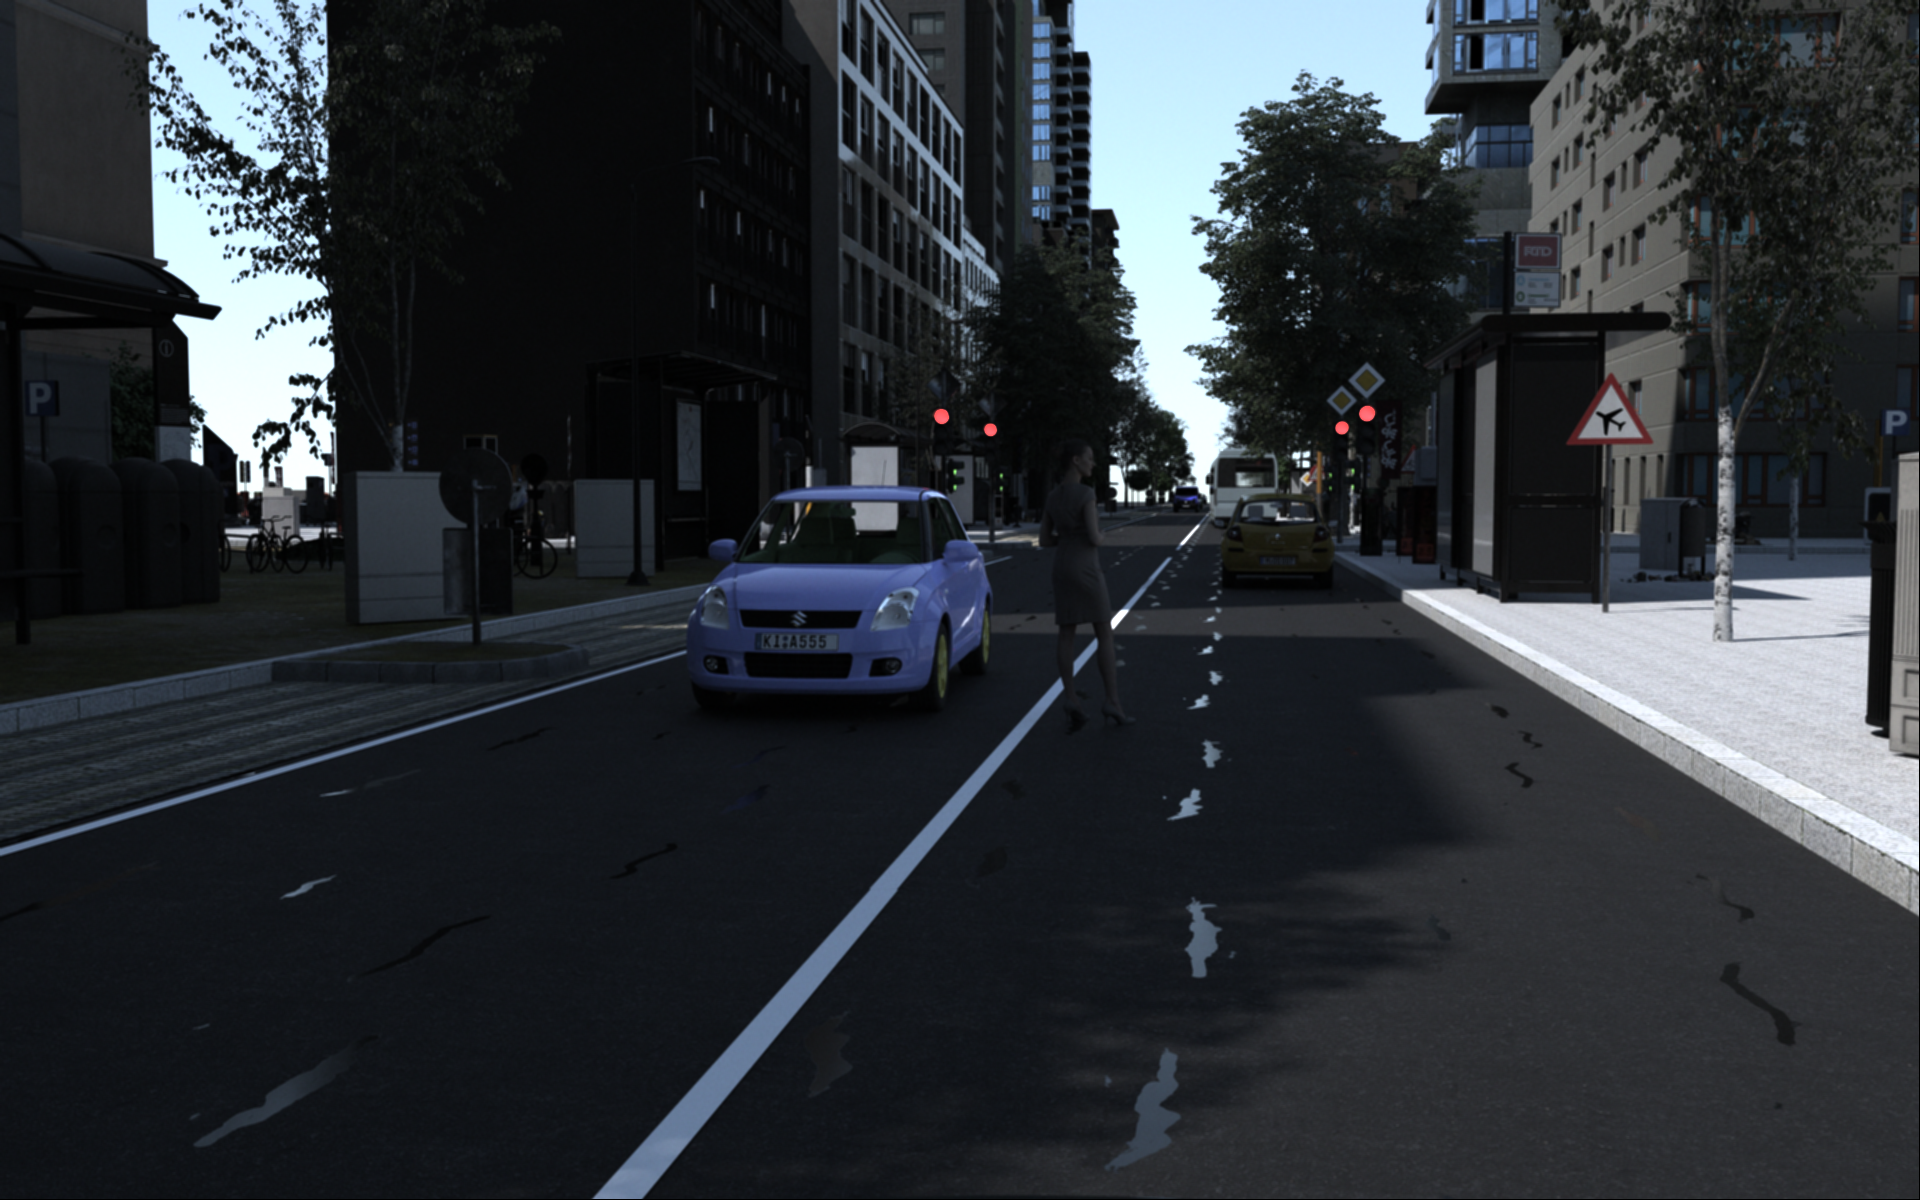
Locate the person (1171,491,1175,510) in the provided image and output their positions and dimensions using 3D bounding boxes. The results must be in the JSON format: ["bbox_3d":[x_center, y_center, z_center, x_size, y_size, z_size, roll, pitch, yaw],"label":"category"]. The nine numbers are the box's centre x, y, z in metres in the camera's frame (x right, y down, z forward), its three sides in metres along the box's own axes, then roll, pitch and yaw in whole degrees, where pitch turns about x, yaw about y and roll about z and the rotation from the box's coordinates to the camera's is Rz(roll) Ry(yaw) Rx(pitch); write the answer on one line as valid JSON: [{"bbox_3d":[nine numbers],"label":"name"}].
[{"bbox_3d":[18.867,-8.800,153.323,0.756,1.711,0.436,-3,4,-36],"label":"person"}]

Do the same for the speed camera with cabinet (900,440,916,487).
[{"bbox_3d":[-1.644,-4.229,63.478,0.660,3.252,2.038,-2,4,-31],"label":"speed camera with cabinet"}]

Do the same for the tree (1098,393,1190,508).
[{"bbox_3d":[15.528,-14.523,163.208,9.928,11.665,9.643,0,3,0],"label":"tree"}]

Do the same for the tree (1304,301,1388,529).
[{"bbox_3d":[14.111,-6.898,63.137,4.360,8.622,3.978,0,3,0],"label":"tree"}]

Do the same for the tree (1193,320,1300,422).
[{"bbox_3d":[30.675,-19.956,182.164,12.611,20.169,13.585,0,3,0],"label":"tree"}]

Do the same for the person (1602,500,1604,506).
[{"bbox_3d":[15.222,-2.021,41.725,0.537,1.800,0.526,1,4,14],"label":"person"}]

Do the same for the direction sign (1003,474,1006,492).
[{"bbox_3d":[3.111,-7.941,121.825,0.379,3.537,0.876,1,4,18],"label":"direction sign"}]

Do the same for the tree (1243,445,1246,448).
[{"bbox_3d":[39.062,-18.776,225.107,7.486,12.596,7.792,0,3,0],"label":"tree"}]

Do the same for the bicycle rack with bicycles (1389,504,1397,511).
[{"bbox_3d":[15.955,-2.982,62.130,2.852,0.926,2.925,-3,5,-41],"label":"bicycle rack with bicycles"}]

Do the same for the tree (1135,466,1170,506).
[{"bbox_3d":[19.598,-12.593,189.608,4.285,4.588,4.351,0,3,0],"label":"tree"}]

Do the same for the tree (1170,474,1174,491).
[{"bbox_3d":[25.267,-14.463,220.185,4.285,4.588,4.351,0,3,0],"label":"tree"}]

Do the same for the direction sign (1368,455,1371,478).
[{"bbox_3d":[20.069,-5.715,85.434,0.379,3.537,0.876,0,4,-8],"label":"direction sign"}]

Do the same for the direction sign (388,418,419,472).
[{"bbox_3d":[-16.630,-3.658,51.799,0.876,3.537,0.379,0,4,-6],"label":"direction sign"}]

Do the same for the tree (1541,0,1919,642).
[{"bbox_3d":[6.797,-3.931,14.640,4.360,8.622,3.978,0,3,0],"label":"tree"}]

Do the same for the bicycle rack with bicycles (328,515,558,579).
[{"bbox_3d":[-7.498,-0.800,26.470,2.925,0.926,2.852,1,4,11],"label":"bicycle rack with bicycles"}]

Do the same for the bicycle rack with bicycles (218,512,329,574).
[{"bbox_3d":[-11.256,-0.950,28.916,2.852,0.926,2.925,-3,4,-36],"label":"bicycle rack with bicycles"}]

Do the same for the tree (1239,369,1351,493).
[{"bbox_3d":[21.554,-10.828,111.451,7.601,10.594,8.767,0,4,5],"label":"tree"}]

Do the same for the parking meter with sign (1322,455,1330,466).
[{"bbox_3d":[16.891,-4.968,77.481,0.543,3.016,1.738,-2,4,-33],"label":"parking meter with sign"}]

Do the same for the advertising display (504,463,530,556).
[{"bbox_3d":[-9.231,-1.887,36.061,0.123,1.923,0.974,1,4,11],"label":"advertising display"}]

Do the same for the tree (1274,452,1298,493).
[{"bbox_3d":[25.582,-9.462,138.418,4.285,4.588,4.351,0,3,0],"label":"tree"}]

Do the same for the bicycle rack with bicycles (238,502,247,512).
[{"bbox_3d":[-33.950,-4.051,79.612,2.852,0.926,2.925,-1,4,-18],"label":"bicycle rack with bicycles"}]

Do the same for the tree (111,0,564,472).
[{"bbox_3d":[-6.228,-4.156,18.312,4.360,8.622,3.978,0,3,0],"label":"tree"}]

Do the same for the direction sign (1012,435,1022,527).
[{"bbox_3d":[2.193,-4.565,66.640,0.379,3.537,0.876,-1,4,-20],"label":"direction sign"}]

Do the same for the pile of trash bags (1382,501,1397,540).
[{"bbox_3d":[12.658,-2.375,48.582,1.912,1.369,3.447,0,4,-5],"label":"pile of trash bags"}]

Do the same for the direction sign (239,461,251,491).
[{"bbox_3d":[-48.552,-7.687,117.679,0.379,3.537,0.876,2,4,25],"label":"direction sign"}]

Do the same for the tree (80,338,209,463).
[{"bbox_3d":[-17.630,-3.233,36.576,4.285,4.588,4.351,0,3,0],"label":"tree"}]

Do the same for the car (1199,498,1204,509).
[{"bbox_3d":[22.086,-9.495,164.036,1.959,1.807,4.718,0,4,8],"label":"car"}]

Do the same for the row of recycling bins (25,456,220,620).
[{"bbox_3d":[-9.445,-0.737,19.158,1.069,1.692,3.534,1,4,12],"label":"row of recycling bins"}]

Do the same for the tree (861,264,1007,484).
[{"bbox_3d":[-0.604,-6.493,56.528,4.360,8.622,3.978,0,3,0],"label":"tree"}]

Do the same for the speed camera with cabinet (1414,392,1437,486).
[{"bbox_3d":[9.803,-2.382,33.288,2.038,3.252,0.660,3,5,40],"label":"speed camera with cabinet"}]

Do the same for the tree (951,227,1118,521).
[{"bbox_3d":[4.064,-10.820,83.565,9.857,13.997,8.962,0,3,0],"label":"tree"}]

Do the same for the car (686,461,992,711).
[{"bbox_3d":[-0.776,-0.186,12.635,1.945,1.707,3.694,0,4,8],"label":"car"}]

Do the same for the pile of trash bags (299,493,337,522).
[{"bbox_3d":[-28.578,-4.273,79.623,3.447,1.369,1.912,-3,5,-44],"label":"pile of trash bags"}]

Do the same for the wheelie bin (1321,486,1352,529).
[{"bbox_3d":[11.728,-2.828,54.144,0.980,1.594,0.693,-1,4,-19],"label":"wheelie bin"}]

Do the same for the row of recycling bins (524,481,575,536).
[{"bbox_3d":[-12.501,-2.831,53.392,1.069,1.692,3.534,0,4,6],"label":"row of recycling bins"}]

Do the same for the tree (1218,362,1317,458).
[{"bbox_3d":[27.126,-14.646,149.834,12.009,13.543,11.850,0,3,0],"label":"tree"}]

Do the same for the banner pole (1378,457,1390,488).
[{"bbox_3d":[19.158,-5.412,78.504,0.401,3.779,0.863,-3,4,-37],"label":"banner pole"}]

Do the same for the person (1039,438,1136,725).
[{"bbox_3d":[0.793,-0.125,10.886,0.374,1.781,0.599,-3,5,-40],"label":"person"}]

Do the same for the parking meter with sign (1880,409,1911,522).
[{"bbox_3d":[18.980,-2.355,34.770,0.543,3.016,1.738,1,4,13],"label":"parking meter with sign"}]

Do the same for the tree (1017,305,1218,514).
[{"bbox_3d":[8.490,-12.361,112.469,12.009,13.543,11.850,0,3,0],"label":"tree"}]

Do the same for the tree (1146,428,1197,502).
[{"bbox_3d":[33.422,-21.962,276.082,9.611,12.733,9.660,0,3,0],"label":"tree"}]

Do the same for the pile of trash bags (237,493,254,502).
[{"bbox_3d":[-46.861,-6.510,116.188,3.447,1.369,1.912,-2,4,-31],"label":"pile of trash bags"}]

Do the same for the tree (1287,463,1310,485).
[{"bbox_3d":[20.704,-6.806,105.884,1.663,3.219,1.824,0,3,0],"label":"tree"}]

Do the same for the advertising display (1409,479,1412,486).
[{"bbox_3d":[19.235,-4.138,72.862,0.123,1.923,0.974,-2,4,-24],"label":"advertising display"}]

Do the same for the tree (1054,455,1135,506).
[{"bbox_3d":[7.073,-7.213,101.645,4.285,4.588,4.351,0,3,0],"label":"tree"}]

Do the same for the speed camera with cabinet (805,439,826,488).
[{"bbox_3d":[-5.566,-4.181,62.690,0.660,3.252,2.038,-2,4,-33],"label":"speed camera with cabinet"}]

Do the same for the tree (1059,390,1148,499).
[{"bbox_3d":[11.313,-12.405,137.238,7.601,10.594,8.767,-1,4,-22],"label":"tree"}]

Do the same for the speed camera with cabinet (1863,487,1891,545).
[{"bbox_3d":[23.413,-2.957,42.683,0.660,3.252,2.038,-2,4,-28],"label":"speed camera with cabinet"}]

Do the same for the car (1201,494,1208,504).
[{"bbox_3d":[34.474,-14.568,247.973,2.009,1.686,4.222,0,4,7],"label":"car"}]

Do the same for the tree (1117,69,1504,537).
[{"bbox_3d":[11.426,-8.886,51.948,9.857,13.997,8.962,0,3,0],"label":"tree"}]

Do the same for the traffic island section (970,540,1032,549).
[{"bbox_3d":[0.831,-1.468,46.283,2.009,0.180,2.903,1,4,9],"label":"traffic island section"}]

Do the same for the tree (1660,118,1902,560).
[{"bbox_3d":[15.898,-5.074,33.318,4.737,8.622,4.395,0,3,0],"label":"tree"}]

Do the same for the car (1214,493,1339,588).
[{"bbox_3d":[5.077,-1.076,27.811,2.015,1.641,3.980,1,4,10],"label":"car"}]

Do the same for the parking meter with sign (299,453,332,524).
[{"bbox_3d":[-27.704,-4.782,74.453,1.738,3.016,0.543,2,4,24],"label":"parking meter with sign"}]
